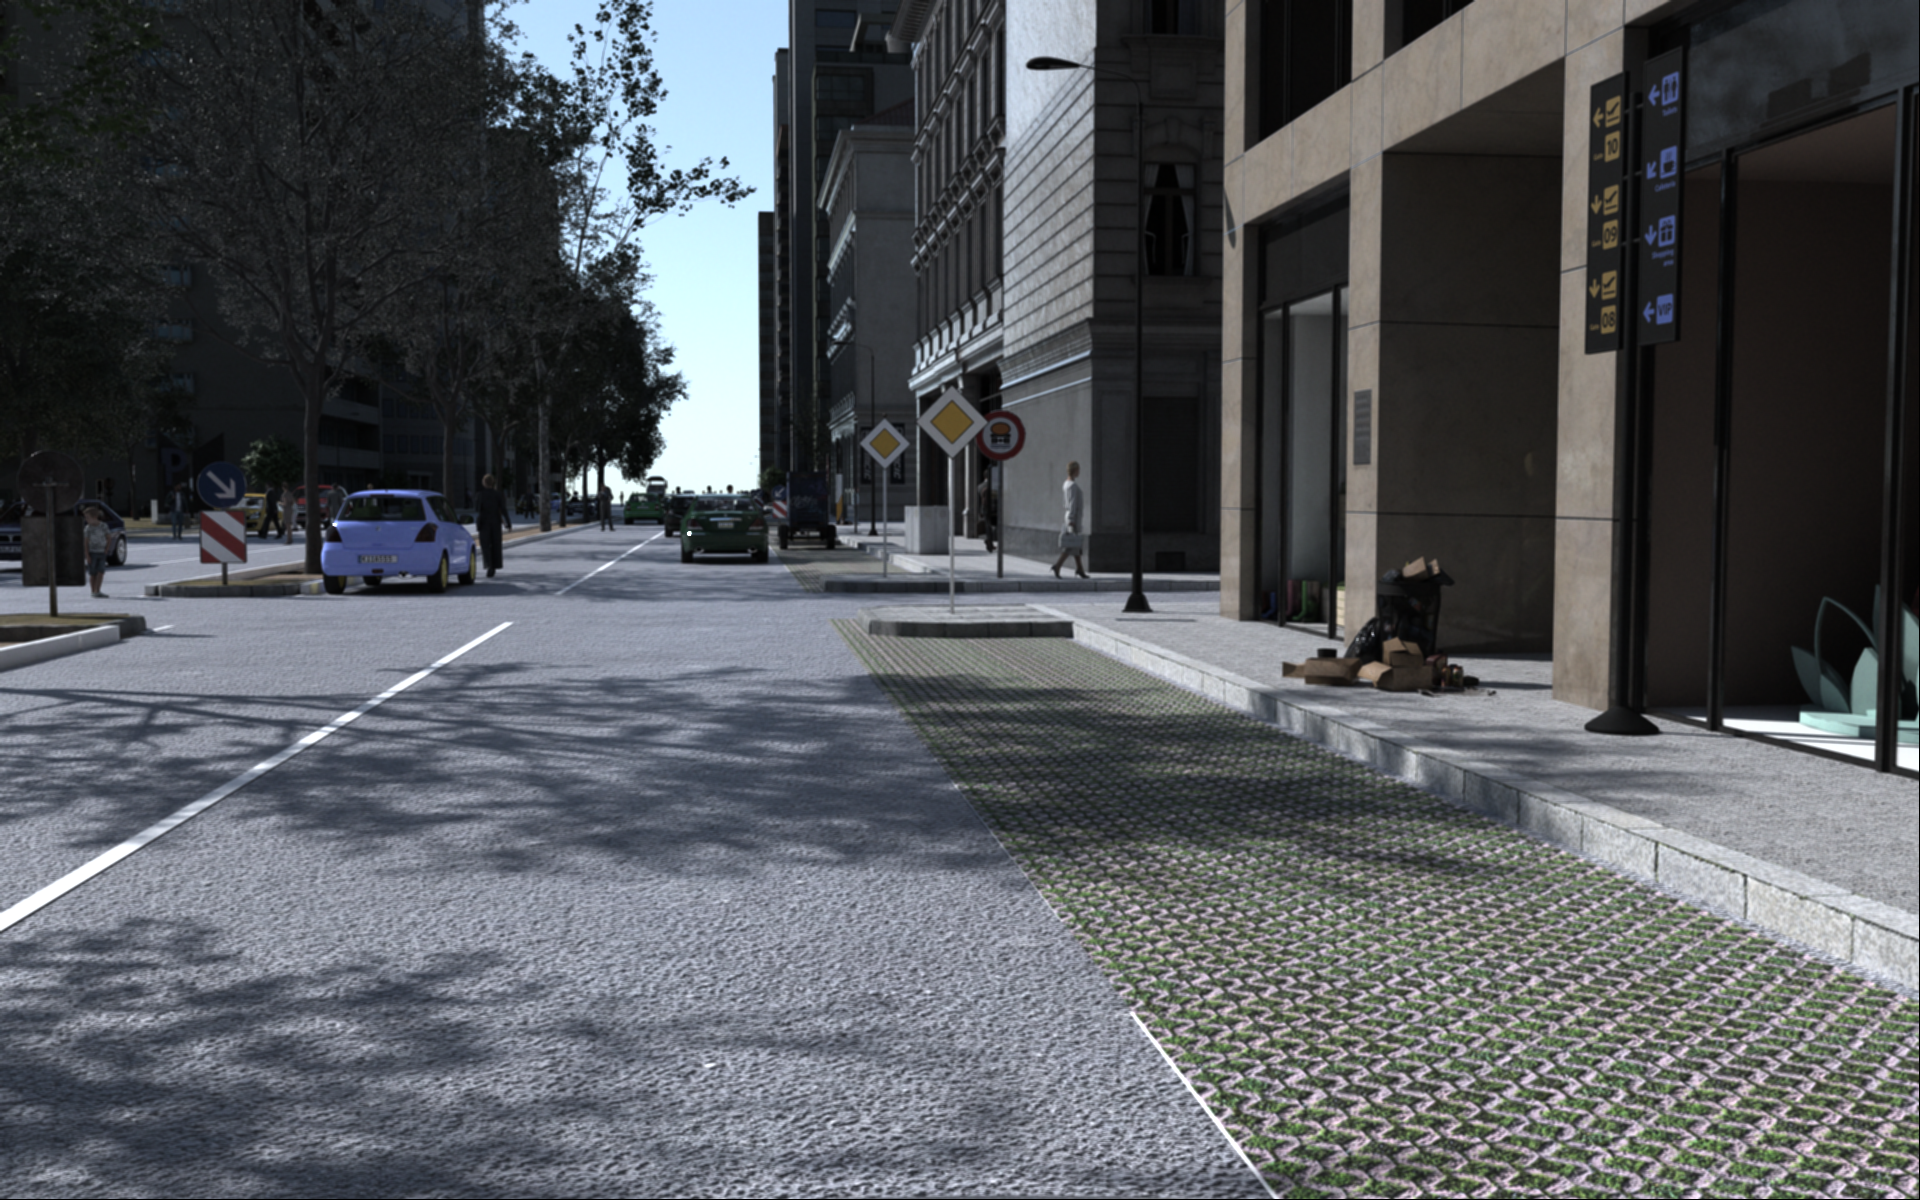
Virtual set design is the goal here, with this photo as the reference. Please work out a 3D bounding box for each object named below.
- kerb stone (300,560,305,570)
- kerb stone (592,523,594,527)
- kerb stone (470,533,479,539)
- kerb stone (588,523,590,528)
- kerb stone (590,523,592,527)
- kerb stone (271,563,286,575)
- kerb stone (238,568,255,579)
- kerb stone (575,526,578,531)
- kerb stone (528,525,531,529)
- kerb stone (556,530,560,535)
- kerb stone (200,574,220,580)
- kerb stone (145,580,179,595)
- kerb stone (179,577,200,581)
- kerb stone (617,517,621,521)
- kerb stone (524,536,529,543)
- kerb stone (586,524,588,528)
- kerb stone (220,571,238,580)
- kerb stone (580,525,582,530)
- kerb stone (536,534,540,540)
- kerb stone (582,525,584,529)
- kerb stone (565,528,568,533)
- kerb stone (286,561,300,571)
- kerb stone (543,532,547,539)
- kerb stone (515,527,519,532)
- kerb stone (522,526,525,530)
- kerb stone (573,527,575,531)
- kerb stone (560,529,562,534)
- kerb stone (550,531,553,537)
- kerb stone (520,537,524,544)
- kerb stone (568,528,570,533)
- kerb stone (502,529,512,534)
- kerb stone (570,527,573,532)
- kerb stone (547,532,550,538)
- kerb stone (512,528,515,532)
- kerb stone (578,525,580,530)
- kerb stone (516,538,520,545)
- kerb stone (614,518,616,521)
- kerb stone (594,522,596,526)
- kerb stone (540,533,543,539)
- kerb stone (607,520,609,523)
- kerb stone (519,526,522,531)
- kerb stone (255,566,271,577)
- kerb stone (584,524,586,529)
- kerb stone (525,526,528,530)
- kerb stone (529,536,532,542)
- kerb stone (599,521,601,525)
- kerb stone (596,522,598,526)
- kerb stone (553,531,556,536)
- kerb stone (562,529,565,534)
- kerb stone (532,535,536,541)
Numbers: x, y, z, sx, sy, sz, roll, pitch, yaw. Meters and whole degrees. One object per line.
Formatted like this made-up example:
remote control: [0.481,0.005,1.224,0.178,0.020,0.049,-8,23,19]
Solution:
kerb stone: [-12.539,-0.659,32.964,0.120,0.150,1.000,0,4,-8]
kerb stone: [-16.031,-3.219,74.889,0.120,0.150,1.000,0,4,-8]
kerb stone: [-15.523,-2.025,55.308,0.120,0.150,1.000,0,4,-8]
kerb stone: [-15.759,-3.099,72.863,0.120,0.150,1.000,0,4,-8]
kerb stone: [-15.891,-3.160,73.876,0.120,0.150,1.000,0,4,-8]
kerb stone: [-12.275,-0.534,30.924,0.120,0.150,1.000,0,4,-8]
kerb stone: [-11.996,-0.409,28.886,0.120,0.150,1.000,0,4,-8]
kerb stone: [-14.946,-2.726,66.761,0.120,0.150,1.000,0,4,-8]
kerb stone: [-17.426,-2.894,69.518,0.120,0.150,1.000,0,4,-8]
kerb stone: [-13.990,-2.291,59.656,0.120,0.150,1.000,0,4,-8]
kerb stone: [-11.724,-0.284,26.843,0.120,0.150,1.000,0,4,-8]
kerb stone: [-11.449,-0.160,24.810,0.120,0.150,1.000,0,4,-8]
kerb stone: [-11.589,-0.217,25.829,0.120,0.150,1.000,0,4,-8]
kerb stone: [-18.477,-4.342,93.182,0.120,0.150,1.000,0,4,-8]
kerb stone: [-12.776,-1.725,50.506,0.120,0.150,1.000,0,4,-8]
kerb stone: [-15.628,-3.036,71.840,0.120,0.150,1.000,0,4,-8]
kerb stone: [-11.863,-0.344,27.873,0.120,0.150,1.000,0,4,-8]
kerb stone: [-15.213,-2.850,68.788,0.120,0.150,1.000,0,4,-8]
kerb stone: [-13.174,-1.918,53.554,0.120,0.150,1.000,0,4,-8]
kerb stone: [-15.352,-2.912,69.808,0.120,0.150,1.000,0,4,-8]
kerb stone: [-14.408,-2.477,62.699,0.120,0.150,1.000,0,4,-8]
kerb stone: [-12.410,-0.594,31.951,0.120,0.150,1.000,0,4,-8]
kerb stone: [-13.451,-2.042,55.582,0.120,0.150,1.000,0,4,-8]
kerb stone: [-16.888,-2.646,65.456,0.120,0.150,1.000,0,4,-8]
kerb stone: [-17.158,-2.770,67.482,0.120,0.150,1.000,0,4,-8]
kerb stone: [-14.813,-2.664,65.748,0.120,0.150,1.000,0,4,-8]
kerb stone: [-14.129,-2.353,60.673,0.120,0.150,1.000,0,4,-8]
kerb stone: [-13.723,-2.166,57.612,0.120,0.150,1.000,0,4,-8]
kerb stone: [-12.637,-1.665,49.487,0.120,0.150,1.000,0,4,-8]
kerb stone: [-14.532,-2.533,63.714,0.120,0.150,1.000,0,4,-8]
kerb stone: [-16.615,-2.521,63.430,0.120,0.150,1.000,0,4,-8]
kerb stone: [-14.677,-2.601,64.727,0.120,0.150,1.000,0,4,-8]
kerb stone: [-13.578,-2.103,56.596,0.120,0.150,1.000,0,4,-8]
kerb stone: [-16.757,-2.579,64.443,0.120,0.150,1.000,0,4,-8]
kerb stone: [-15.086,-2.781,67.774,0.120,0.150,1.000,0,4,-8]
kerb stone: [-12.504,-1.607,48.474,0.120,0.150,1.000,0,4,-8]
kerb stone: [-17.934,-4.094,89.127,0.120,0.150,1.000,0,4,-8]
kerb stone: [-16.165,-3.284,75.908,0.120,0.150,1.000,0,4,-8]
kerb stone: [-13.317,-1.975,54.566,0.120,0.150,1.000,0,4,-8]
kerb stone: [-17.254,-3.783,84.052,0.120,0.150,1.000,0,4,-8]
kerb stone: [-17.030,-2.708,66.468,0.120,0.150,1.000,0,4,-8]
kerb stone: [-12.135,-0.471,29.901,0.120,0.150,1.000,0,4,-8]
kerb stone: [-15.486,-2.974,70.821,0.120,0.150,1.000,0,4,-8]
kerb stone: [-17.302,-2.832,68.503,0.120,0.150,1.000,0,4,-8]
kerb stone: [-12.912,-1.791,51.518,0.120,0.150,1.000,0,4,-8]
kerb stone: [-16.572,-3.472,78.961,0.120,0.150,1.000,0,4,-8]
kerb stone: [-16.303,-3.348,76.928,0.120,0.150,1.000,0,4,-8]
kerb stone: [-13.859,-2.228,58.627,0.120,0.150,1.000,0,4,-8]
kerb stone: [-14.269,-2.415,61.685,0.120,0.150,1.000,0,4,-8]
kerb stone: [-13.043,-1.856,52.541,0.120,0.150,1.000,0,4,-8]
